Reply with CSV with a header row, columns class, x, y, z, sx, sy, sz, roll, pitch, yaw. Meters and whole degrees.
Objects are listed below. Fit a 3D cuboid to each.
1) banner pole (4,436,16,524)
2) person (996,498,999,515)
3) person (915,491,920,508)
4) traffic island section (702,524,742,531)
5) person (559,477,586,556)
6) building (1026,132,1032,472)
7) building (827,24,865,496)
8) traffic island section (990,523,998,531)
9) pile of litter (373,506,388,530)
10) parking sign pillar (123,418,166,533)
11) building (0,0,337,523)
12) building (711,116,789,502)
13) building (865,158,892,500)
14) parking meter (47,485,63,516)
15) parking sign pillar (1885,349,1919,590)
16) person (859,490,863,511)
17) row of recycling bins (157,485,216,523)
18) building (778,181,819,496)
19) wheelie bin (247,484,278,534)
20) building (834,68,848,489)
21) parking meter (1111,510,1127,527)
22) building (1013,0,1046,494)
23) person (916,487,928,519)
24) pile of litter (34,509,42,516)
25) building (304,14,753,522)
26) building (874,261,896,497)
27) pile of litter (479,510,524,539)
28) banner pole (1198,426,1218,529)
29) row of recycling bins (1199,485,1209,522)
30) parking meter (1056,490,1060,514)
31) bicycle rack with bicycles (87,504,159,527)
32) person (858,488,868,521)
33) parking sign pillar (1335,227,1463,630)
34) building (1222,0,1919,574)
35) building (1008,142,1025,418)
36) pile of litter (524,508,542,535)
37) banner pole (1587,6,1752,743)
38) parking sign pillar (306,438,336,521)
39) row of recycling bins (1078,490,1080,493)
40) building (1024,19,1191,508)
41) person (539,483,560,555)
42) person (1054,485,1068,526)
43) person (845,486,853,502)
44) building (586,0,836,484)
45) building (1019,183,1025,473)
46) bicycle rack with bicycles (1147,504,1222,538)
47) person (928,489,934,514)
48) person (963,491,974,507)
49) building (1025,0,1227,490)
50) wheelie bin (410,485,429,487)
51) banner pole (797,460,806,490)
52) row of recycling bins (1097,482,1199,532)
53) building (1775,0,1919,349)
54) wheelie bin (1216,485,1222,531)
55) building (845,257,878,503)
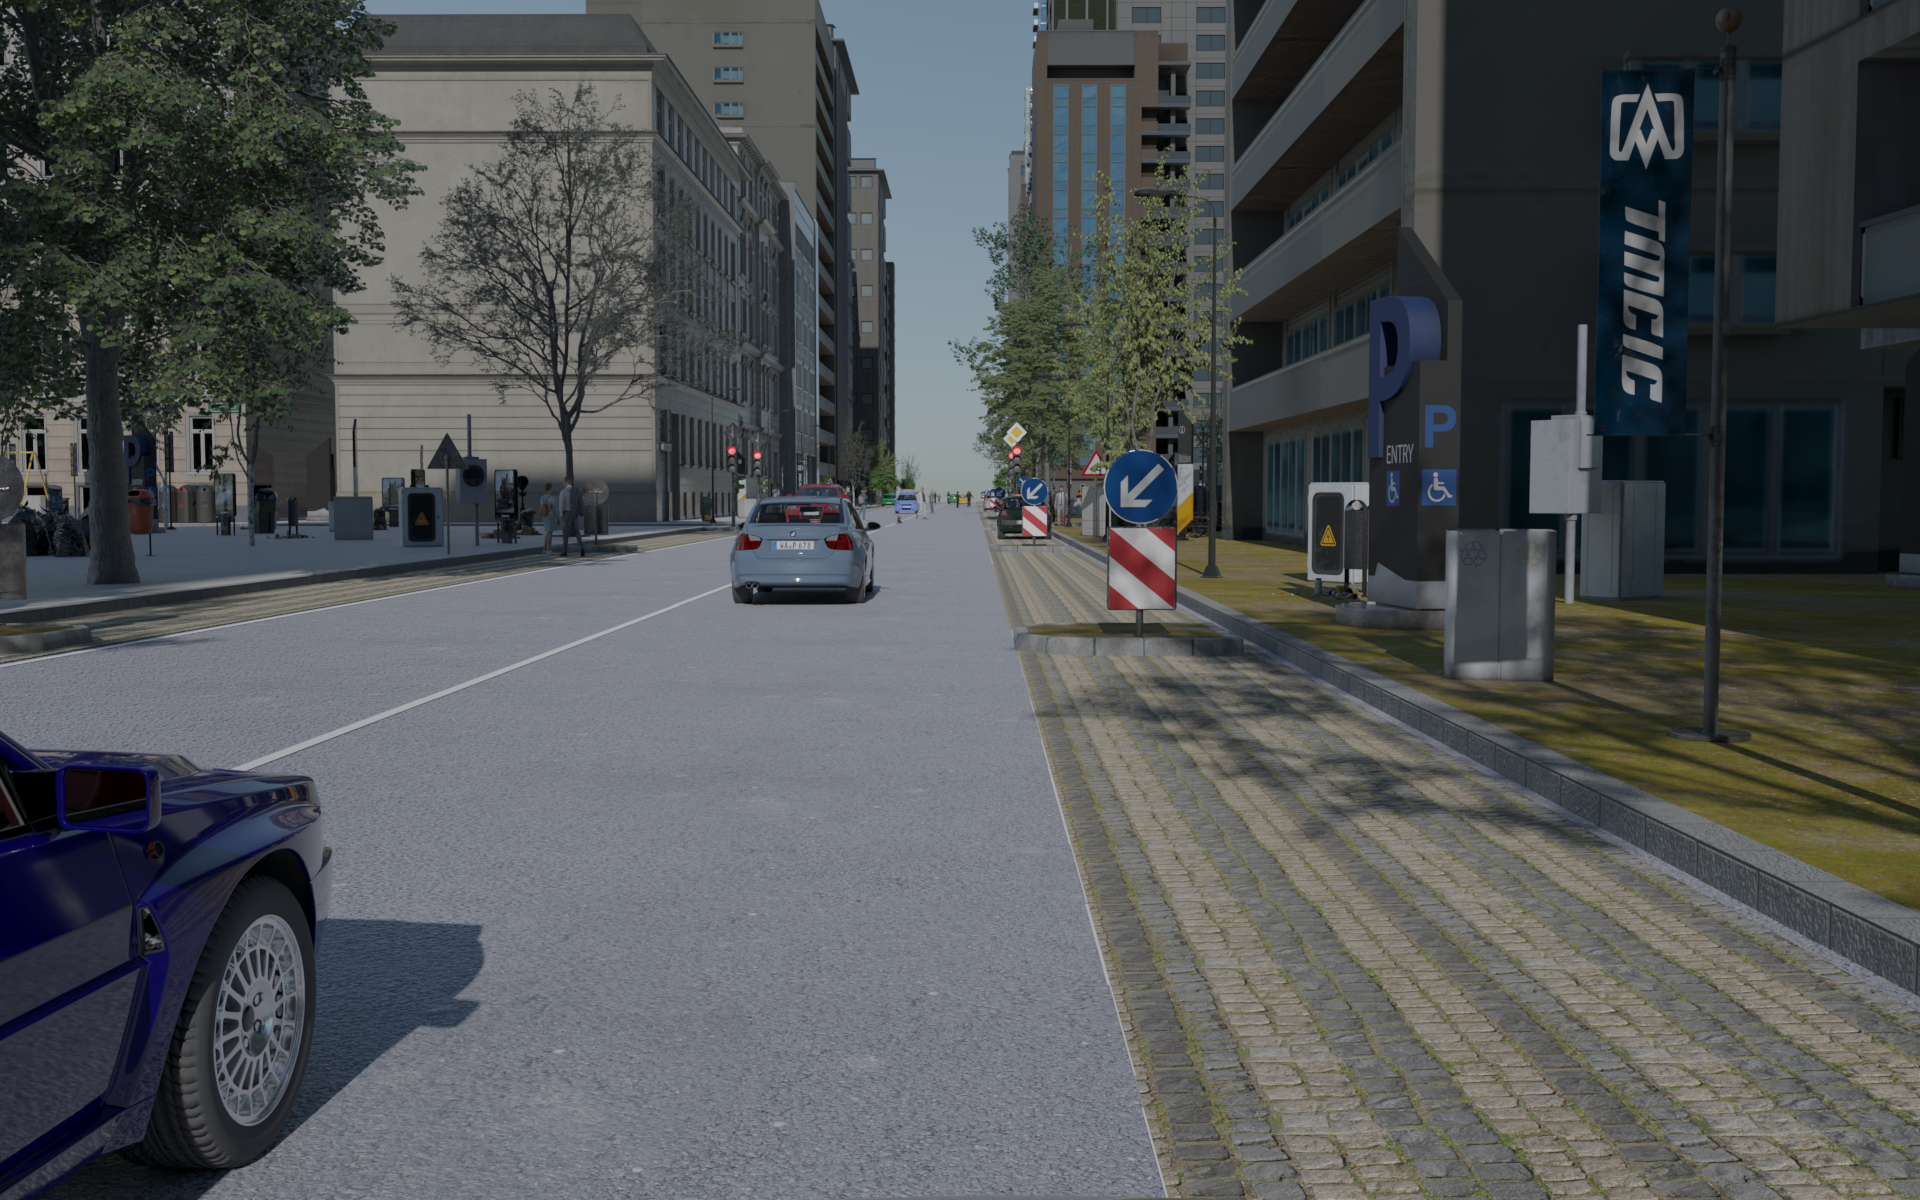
class,x,y,z,sx,sy,sz,roll,pitch,yaw
banner pole,-41.308,-5.221,75.379,0.401,3.779,0.863,0,4,7
person,2.616,-6.577,116.004,0.580,1.828,0.573,-1,4,-12
person,-3.593,-8.420,147.163,0.512,1.701,0.522,-1,4,-19
traffic island section,-8.902,-2.791,67.917,2.009,0.180,2.903,0,4,0
person,-8.868,-1.898,39.631,0.850,1.850,0.679,3,5,42
building,19.264,-36.023,208.587,23.786,49.044,30.456,0,4,0
building,-26.644,-37.368,200.212,28.713,52.752,27.495,0,4,0
traffic island section,2.239,-2.786,67.827,2.009,0.180,2.903,0,4,0
pile of litter,-20.989,-2.929,61.849,1.176,0.858,1.719,0,4,-4
parking sign pillar,-26.924,-4.185,56.903,1.447,3.967,1.447,3,4,38
building,-41.731,-18.202,83.502,20.117,28.700,13.634,0,4,0
building,-19.829,-20.285,119.052,14.401,28.519,23.554,0,4,0
building,-25.614,-41.907,274.411,28.713,52.752,27.495,0,4,0
parking meter,-25.043,-2.418,47.950,0.372,1.533,0.369,0,3,0
parking sign pillar,13.401,-2.138,23.430,1.447,3.967,1.447,-1,4,-10
person,-8.472,-8.613,149.805,0.515,1.767,0.782,0,4,0
row of recycling bins,-34.483,-4.232,76.303,3.534,1.692,1.069,0,4,6
building,-18.397,-19.756,141.028,12.078,24.808,19.932,0,4,0
wheelie bin,-22.623,-2.960,56.298,0.693,1.594,0.980,3,4,37
building,-19.088,-32.383,179.572,14.600,45.320,14.200,0,4,0
parking meter,4.145,-2.420,45.275,0.399,1.863,0.255,-3,4,-39
building,18.788,-58.207,264.348,22.319,86.520,31.000,0,4,0
person,-2.160,-5.489,98.126,0.818,1.842,0.514,3,5,45
pile of litter,-26.677,-2.185,49.686,1.719,0.858,1.176,-2,4,-35
building,-20.880,-15.823,91.987,16.112,22.955,30.059,0,4,0
building,-18.402,-37.490,296.561,14.154,41.232,14.086,0,4,0
pile of litter,-13.326,-2.211,50.111,1.176,0.858,1.719,-1,4,-13
banner pole,9.162,-4.519,63.909,0.863,3.779,0.401,3,4,38
row of recycling bins,10.342,-4.358,78.366,1.069,1.692,3.534,2,4,25
parking meter,6.376,-6.308,111.549,0.372,1.533,0.369,0,3,0
bicycle rack with bicycles,-28.815,-2.839,59.807,2.852,0.926,2.925,-2,4,-24
person,-5.159,-5.103,92.278,0.721,1.781,0.623,-3,5,-43
parking sign pillar,4.435,-1.741,16.931,1.447,3.967,1.447,0,4,-7
building,17.938,-25.262,36.731,21.300,48.544,21.600,0,4,0
building,18.689,-46.079,295.385,21.231,58.520,28.212,0,4,0
pile of litter,-13.730,-2.463,54.232,1.176,0.858,1.719,-3,4,-39
banner pole,3.724,-1.163,9.040,0.863,3.779,0.401,0,4,7
parking sign pillar,-30.617,-5.780,82.976,1.447,3.967,1.447,1,4,16
row of recycling bins,9.539,-7.627,131.814,1.069,1.692,3.534,1,4,12
building,13.965,-31.519,165.452,14.600,45.320,14.200,0,4,0
person,-9.665,-1.909,40.720,0.512,1.701,0.522,2,4,27
person,4.283,-3.917,72.820,0.678,1.792,0.850,0,4,8
person,-6.285,-5.405,96.232,0.648,1.900,0.474,1,4,20
building,-23.103,-32.873,161.167,21.300,48.544,21.600,0,4,0
building,15.343,-36.263,243.009,14.600,45.320,14.200,0,4,0
bicycle rack with bicycles,6.618,-2.318,51.278,2.925,0.926,2.852,1,4,23
person,-2.104,-7.084,124.506,0.526,1.800,0.537,2,4,24
person,0.966,-11.117,190.291,1.348,1.821,0.705,2,4,29
building,17.404,-45.490,182.009,20.563,71.187,20.611,0,4,0
wheelie bin,-18.320,-3.113,58.809,0.980,1.594,0.693,0,4,-2
banner pole,-11.437,-8.305,125.803,0.863,3.779,0.401,-1,4,-17
row of recycling bins,6.189,-3.171,58.951,3.534,1.692,1.069,1,4,23
building,14.066,-20.036,11.189,14.154,41.232,14.086,0,4,0
wheelie bin,9.046,-3.177,59.853,0.980,1.594,0.693,-1,4,-13
building,-28.083,-34.059,248.749,32.217,40.220,23.993,0,4,0
